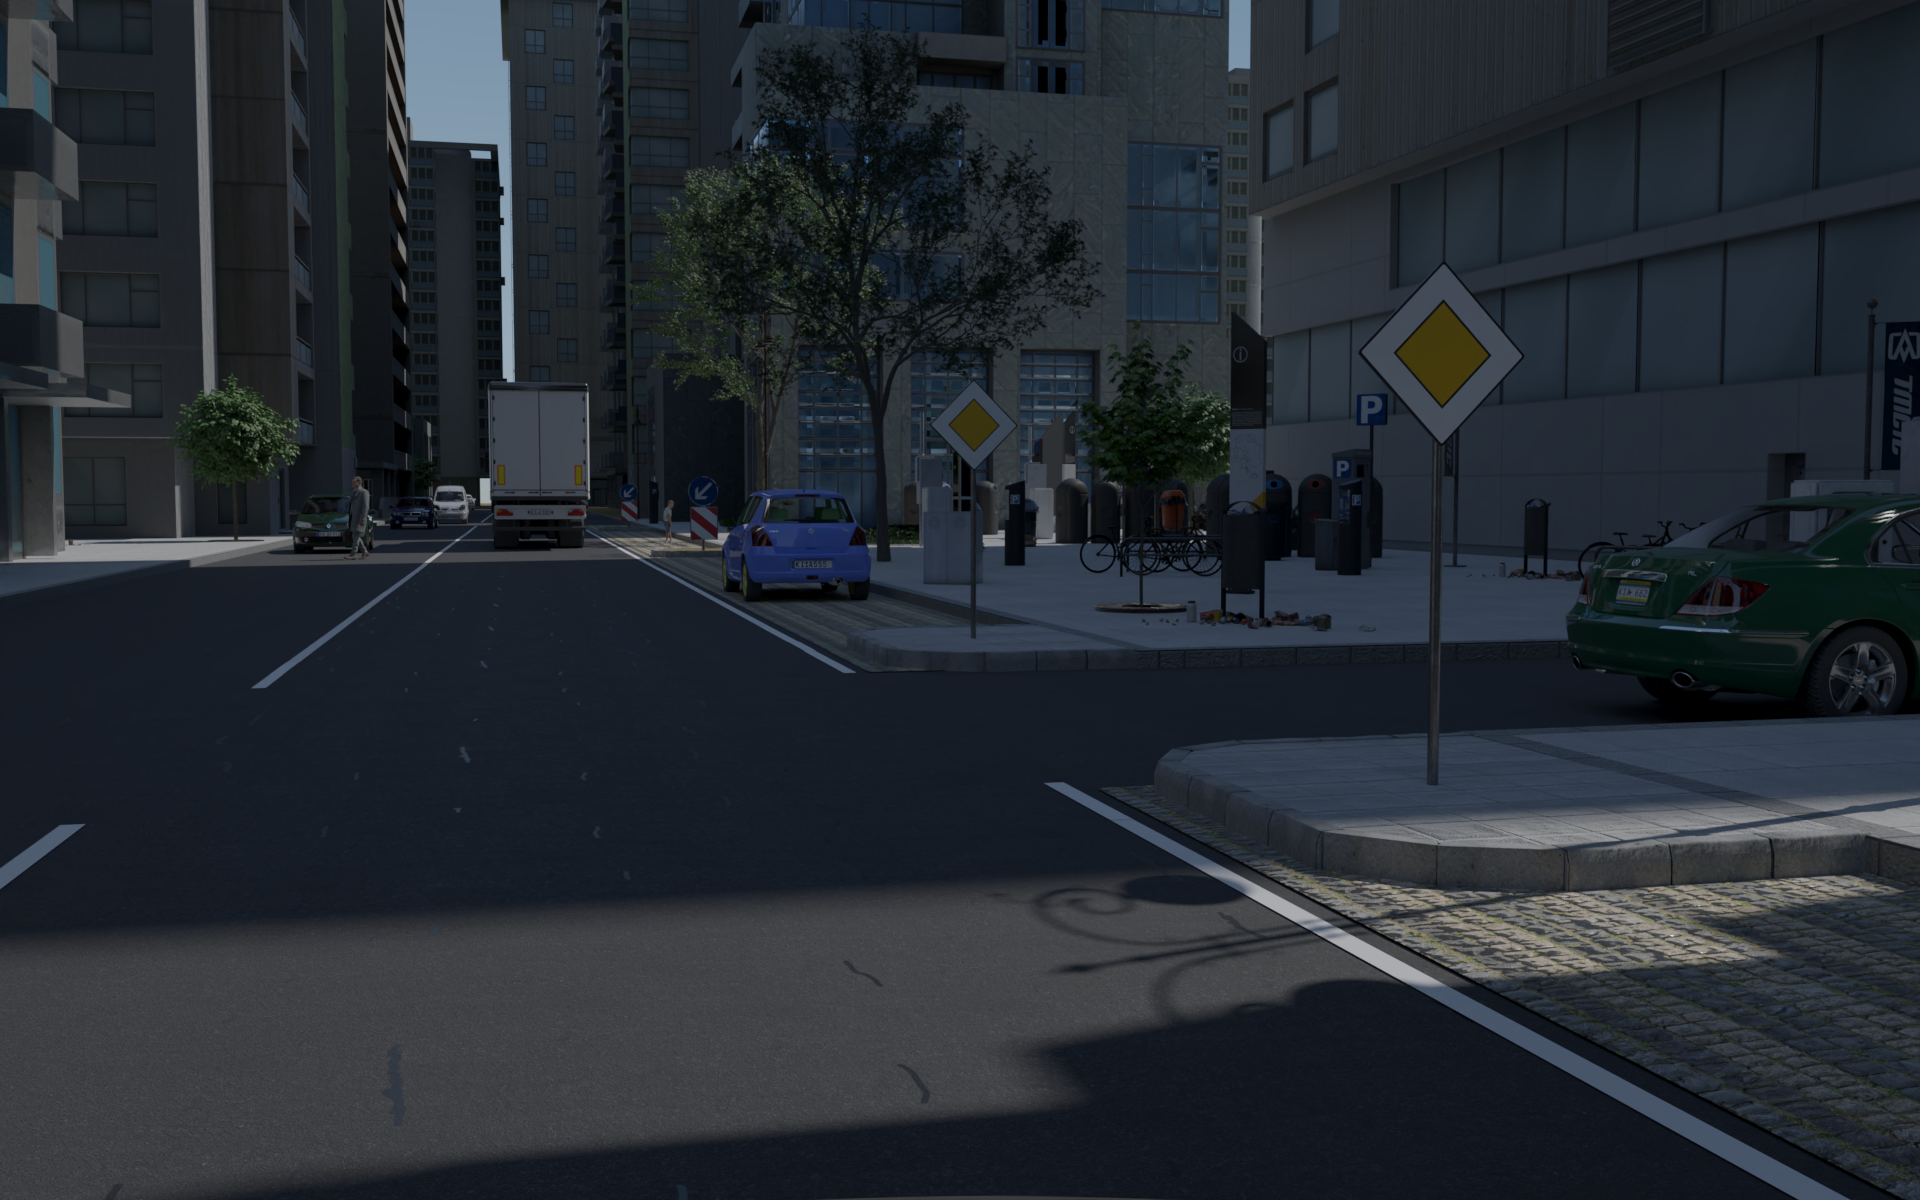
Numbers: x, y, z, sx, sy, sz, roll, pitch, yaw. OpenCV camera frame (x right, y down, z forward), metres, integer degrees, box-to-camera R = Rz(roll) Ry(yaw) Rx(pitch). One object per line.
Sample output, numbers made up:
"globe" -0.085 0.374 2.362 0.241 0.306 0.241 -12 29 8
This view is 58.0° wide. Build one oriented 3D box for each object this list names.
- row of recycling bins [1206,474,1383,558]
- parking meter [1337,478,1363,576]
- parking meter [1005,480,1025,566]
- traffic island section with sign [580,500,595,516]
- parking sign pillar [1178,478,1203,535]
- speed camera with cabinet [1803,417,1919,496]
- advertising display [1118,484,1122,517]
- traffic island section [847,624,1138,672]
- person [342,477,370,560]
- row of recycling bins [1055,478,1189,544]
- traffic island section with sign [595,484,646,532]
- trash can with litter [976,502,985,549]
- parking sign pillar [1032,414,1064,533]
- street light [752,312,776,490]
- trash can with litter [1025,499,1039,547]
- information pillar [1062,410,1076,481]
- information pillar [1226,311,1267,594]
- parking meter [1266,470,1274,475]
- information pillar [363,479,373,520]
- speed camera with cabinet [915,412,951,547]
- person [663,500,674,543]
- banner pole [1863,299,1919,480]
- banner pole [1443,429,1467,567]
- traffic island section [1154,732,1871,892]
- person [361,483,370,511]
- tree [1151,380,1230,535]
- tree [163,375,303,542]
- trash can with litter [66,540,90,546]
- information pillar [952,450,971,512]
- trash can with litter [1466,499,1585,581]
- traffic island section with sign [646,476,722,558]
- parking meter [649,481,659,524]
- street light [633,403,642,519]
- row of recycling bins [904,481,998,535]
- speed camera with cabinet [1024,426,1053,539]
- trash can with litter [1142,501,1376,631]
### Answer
"row of recycling bins" 6.792 -1.724 35.293 3.534 1.692 1.069 1 4 8
"parking meter" 6.166 -1.161 27.392 0.372 1.533 0.369 0 3 0
"parking meter" 0.985 -1.386 31.074 0.372 1.533 0.369 0 3 0
"traffic island section with sign" -24.954 -6.447 114.034 1.989 1.847 2.006 -1 4 -14
"parking sign pillar" 6.776 -3.970 53.375 1.447 3.967 1.447 -1 4 -16
"speed camera with cabinet" 10.954 -1.599 20.486 2.038 3.252 0.660 0 4 -5
"advertising display" 5.311 -2.964 53.677 0.974 1.923 0.123 -1 4 -20
"traffic island section" 0.137 0.420 15.408 2.009 0.180 2.903 -1 4 -14
"person" -13.181 -1.784 37.778 0.694 1.812 0.767 3 4 39
"row of recycling bins" 4.260 -2.332 45.241 3.534 1.692 1.069 -1 4 -9
"traffic island section with sign" -12.858 -3.539 66.489 1.989 1.847 2.006 -1 4 -14
"trash can with litter" 0.315 -1.665 38.612 0.624 1.170 1.055 -1 4 -18
"parking sign pillar" 2.927 -4.232 57.661 1.447 3.967 1.447 3 4 36
"street light" -4.696 -4.226 41.877 0.468 5.910 1.993 -1 4 -14
"trash can with litter" 1.711 -1.892 42.320 0.624 1.170 1.055 0 4 -7
"information pillar" 3.038 -3.475 48.171 0.183 3.616 0.504 3 5 44
"information pillar" 3.667 -1.883 22.139 0.504 3.616 0.183 3 4 36
"parking meter" 7.578 -2.269 42.802 0.255 1.863 0.399 -1 4 -10
"information pillar" -29.294 -4.968 85.725 0.304 2.012 0.304 1 4 17
"speed camera with cabinet" -0.630 -2.879 41.410 0.660 3.252 2.038 -1 4 -9
"person" -8.563 -2.308 50.913 0.352 1.250 0.332 1 4 11
"banner pole" 11.908 -1.970 22.228 0.863 3.779 0.401 1 4 20
"banner pole" 8.590 -2.459 30.225 0.401 3.779 0.863 2 4 35
"traffic island section" 2.105 0.894 7.668 2.009 0.180 2.903 -1 4 -14
"person" -19.810 -2.991 57.396 0.794 1.824 0.713 -1 4 -13
"tree" 6.776 -4.061 50.104 4.285 4.588 4.351 0 3 0
"tree" -19.781 -3.871 47.005 4.285 4.588 4.351 0 3 0
"trash can with litter" -22.682 -1.939 42.756 2.233 1.210 1.678 -3 4 -37
"information pillar" 0.065 -1.476 28.625 0.304 2.012 0.304 -2 4 -23
"trash can with litter" 8.871 -0.928 26.235 1.678 1.210 2.233 -1 4 -17
"traffic island section with sign" -6.078 -1.907 39.808 1.989 1.847 2.006 -1 4 -14
"parking meter" -13.225 -4.229 74.859 0.399 1.863 0.255 -2 4 -24
"street light" -16.414 -7.063 88.270 0.468 5.910 1.993 -1 4 -14
"row of recycling bins" -0.301 -2.846 53.652 3.534 1.692 1.069 -3 5 -41
"speed camera with cabinet" 2.289 -3.407 50.044 0.660 3.252 2.038 0 4 -5
"trash can with litter" 2.982 -0.355 16.857 1.678 1.210 2.233 -3 5 -40
